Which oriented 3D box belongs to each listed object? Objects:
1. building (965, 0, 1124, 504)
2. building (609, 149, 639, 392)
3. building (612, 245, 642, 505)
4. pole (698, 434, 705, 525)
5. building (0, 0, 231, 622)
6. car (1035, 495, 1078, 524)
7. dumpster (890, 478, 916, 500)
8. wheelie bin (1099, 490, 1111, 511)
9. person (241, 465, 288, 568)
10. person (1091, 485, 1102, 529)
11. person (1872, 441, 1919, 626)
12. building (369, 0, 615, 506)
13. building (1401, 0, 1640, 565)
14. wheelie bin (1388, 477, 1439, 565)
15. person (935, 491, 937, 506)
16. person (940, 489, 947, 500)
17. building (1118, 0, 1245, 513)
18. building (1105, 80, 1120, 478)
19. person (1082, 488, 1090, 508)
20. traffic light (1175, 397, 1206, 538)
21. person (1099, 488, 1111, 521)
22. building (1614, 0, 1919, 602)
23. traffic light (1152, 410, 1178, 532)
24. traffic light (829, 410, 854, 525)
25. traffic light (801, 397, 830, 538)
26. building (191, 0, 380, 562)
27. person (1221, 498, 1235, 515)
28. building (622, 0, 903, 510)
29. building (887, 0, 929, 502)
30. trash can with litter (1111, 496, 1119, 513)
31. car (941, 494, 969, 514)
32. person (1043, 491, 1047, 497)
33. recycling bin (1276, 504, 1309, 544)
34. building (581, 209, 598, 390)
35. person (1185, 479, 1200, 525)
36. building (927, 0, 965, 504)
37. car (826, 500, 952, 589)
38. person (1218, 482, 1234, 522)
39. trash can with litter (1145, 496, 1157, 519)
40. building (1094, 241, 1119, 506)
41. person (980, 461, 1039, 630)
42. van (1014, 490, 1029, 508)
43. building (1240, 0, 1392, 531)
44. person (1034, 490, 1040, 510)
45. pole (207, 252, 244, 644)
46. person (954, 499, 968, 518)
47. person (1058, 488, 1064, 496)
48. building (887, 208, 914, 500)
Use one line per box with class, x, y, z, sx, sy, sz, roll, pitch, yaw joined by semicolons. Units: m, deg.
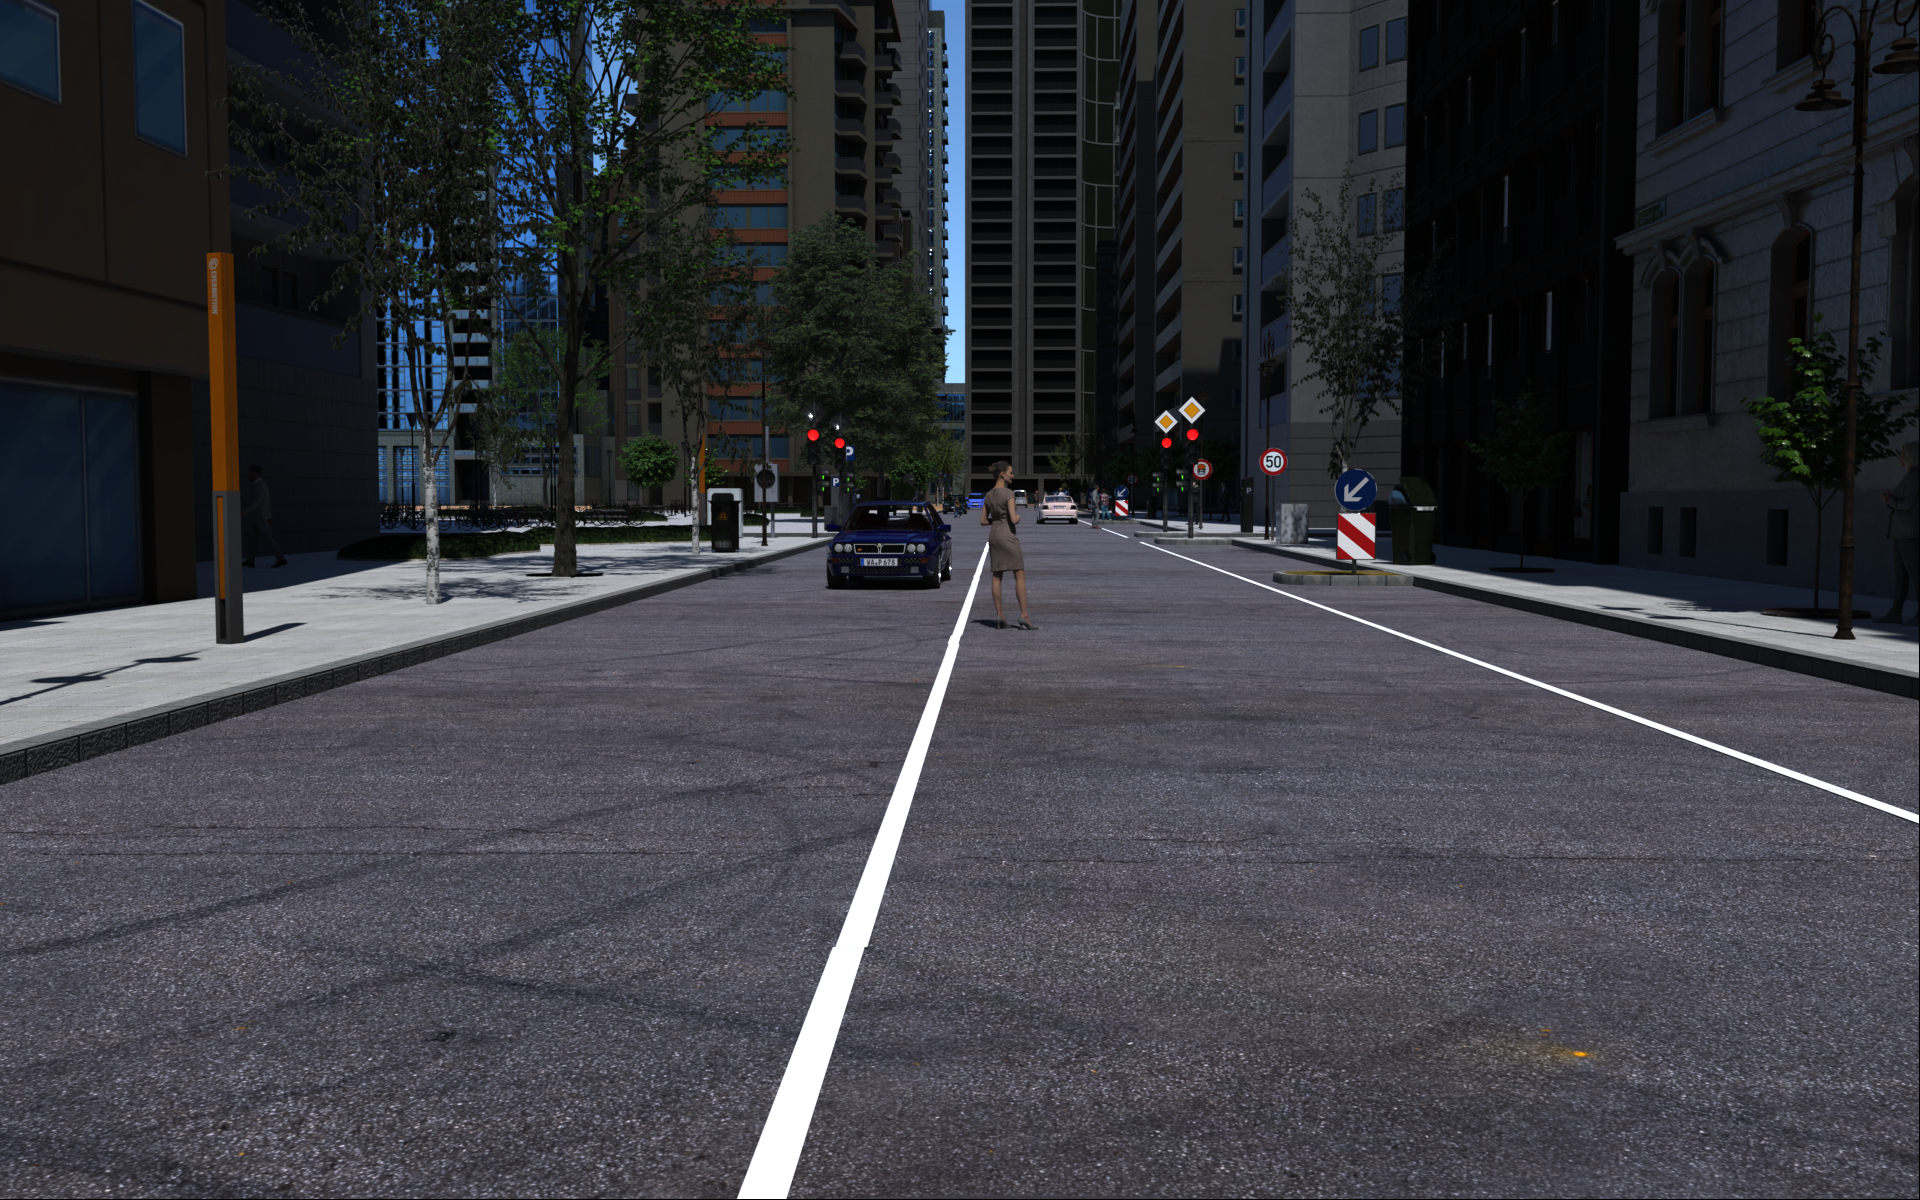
building;11.155;-48.380;229.265;20.611;71.187;20.563;0;4;1
building;-37.325;-35.335;227.844;14.200;45.320;14.600;0;4;1
building;-31.596;-26.190;199.904;14.107;30.474;14.160;0;4;1
pole;-8.697;-3.946;58.352;0.158;3.312;0.155;0;3;0
building;-16.054;-22.213;13.291;14.600;45.320;14.200;0;4;1
car;4.690;-4.365;83.723;2.083;1.381;4.827;0;4;0
dumpster;-3.372;-6.103;102.284;1.502;2.255;1.985;0;4;1
wheelie bin;10.856;-7.472;130.077;0.980;1.594;0.693;-1;4;-14
person;-12.193;-1.461;30.204;0.850;1.792;0.678;-1;4;-17
person;5.615;-3.866;71.812;0.391;1.810;0.635;-1;4;-13
person;9.215;-0.655;16.935;0.526;1.800;0.537;2;4;34
building;-54.247;-53.951;194.775;31.000;86.520;22.319;0;4;1
building;17.933;-12.771;38.485;12.332;23.373;15.834;0;4;1
wheelie bin;8.162;-1.433;31.343;0.980;1.594;0.693;-2;4;-30
person;-2.587;-11.266;190.331;0.705;1.812;1.348;0;4;-8
person;-1.819;-11.723;197.659;1.348;1.831;0.705;2;4;34
building;25.077;-32.163;149.567;21.300;48.544;21.600;0;4;1
building;27.162;-33.999;175.485;23.786;49.044;30.456;0;4;1
person;11.785;-9.421;160.058;1.348;1.826;0.705;-3;5;-42
traffic light;6.655;-3.735;49.982;0.839;4.253;0.868;0;4;1
person;7.445;-4.876;89.063;0.563;1.720;0.643;-3;5;-41
building;17.598;-14.139;18.568;14.401;28.519;23.554;0;4;1
traffic light;6.864;-4.223;57.964;0.839;4.253;0.868;0;4;1
traffic light;-3.994;-4.239;58.232;0.839;4.253;0.868;0;4;1
traffic light;-4.203;-3.751;50.250;0.839;4.253;0.868;0;4;1
building;-28.186;-30.224;36.154;28.212;58.520;21.231;0;4;1
person;16.424;-5.774;105.944;1.012;1.151;0.738;-2;4;-29
building;-16.359;-30.152;147.614;22.147;44.769;28.867;0;4;1
building;-14.315;-46.312;195.451;20.611;71.187;20.563;0;4;1
trash can with litter;10.651;-6.414;116.263;1.055;1.170;0.624;2;4;26
car;-0.347;-7.024;124.629;2.009;1.686;4.222;0;4;1
person;9.070;-10.698;184.073;0.621;1.740;0.551;0;4;-2
recycling bin;8.585;-1.971;44.775;0.722;1.027;0.722;0;4;0
building;-58.751;-35.326;232.212;28.867;44.769;22.147;0;4;1
person;9.818;-4.118;72.736;0.474;1.900;0.648;-2;4;-24
building;-14.623;-56.116;230.174;31.000;86.520;22.319;0;4;1
car;-1.080;-0.913;27.501;1.945;1.354;3.894;0;4;3
person;11.988;-4.454;78.638;0.755;1.850;0.659;-1;4;-20
trash can with litter;9.739;-4.746;88.977;0.624;1.170;1.055;-1;4;-12
building;22.379;-26.099;198.425;14.160;30.474;14.107;0;4;1
person;0.519;-0.584;18.384;0.374;1.781;0.599;-3;5;-43
van;6.206;-10.581;180.006;2.013;2.044;4.112;0;4;2
building;26.487;-32.134;67.387;28.212;58.520;21.231;0;4;1
person;6.808;-8.754;152.163;0.617;1.759;0.750;-1;4;-20
pole;-6.271;-1.280;14.779;0.158;3.312;0.155;0;3;0
person;-0.009;-5.520;104.251;1.012;1.151;0.738;-1;4;-18
person;6.094;-5.824;103.954;0.478;1.798;0.641;-2;4;-29
building;-11.913;-24.323;169.388;14.160;30.474;14.107;0;4;1
